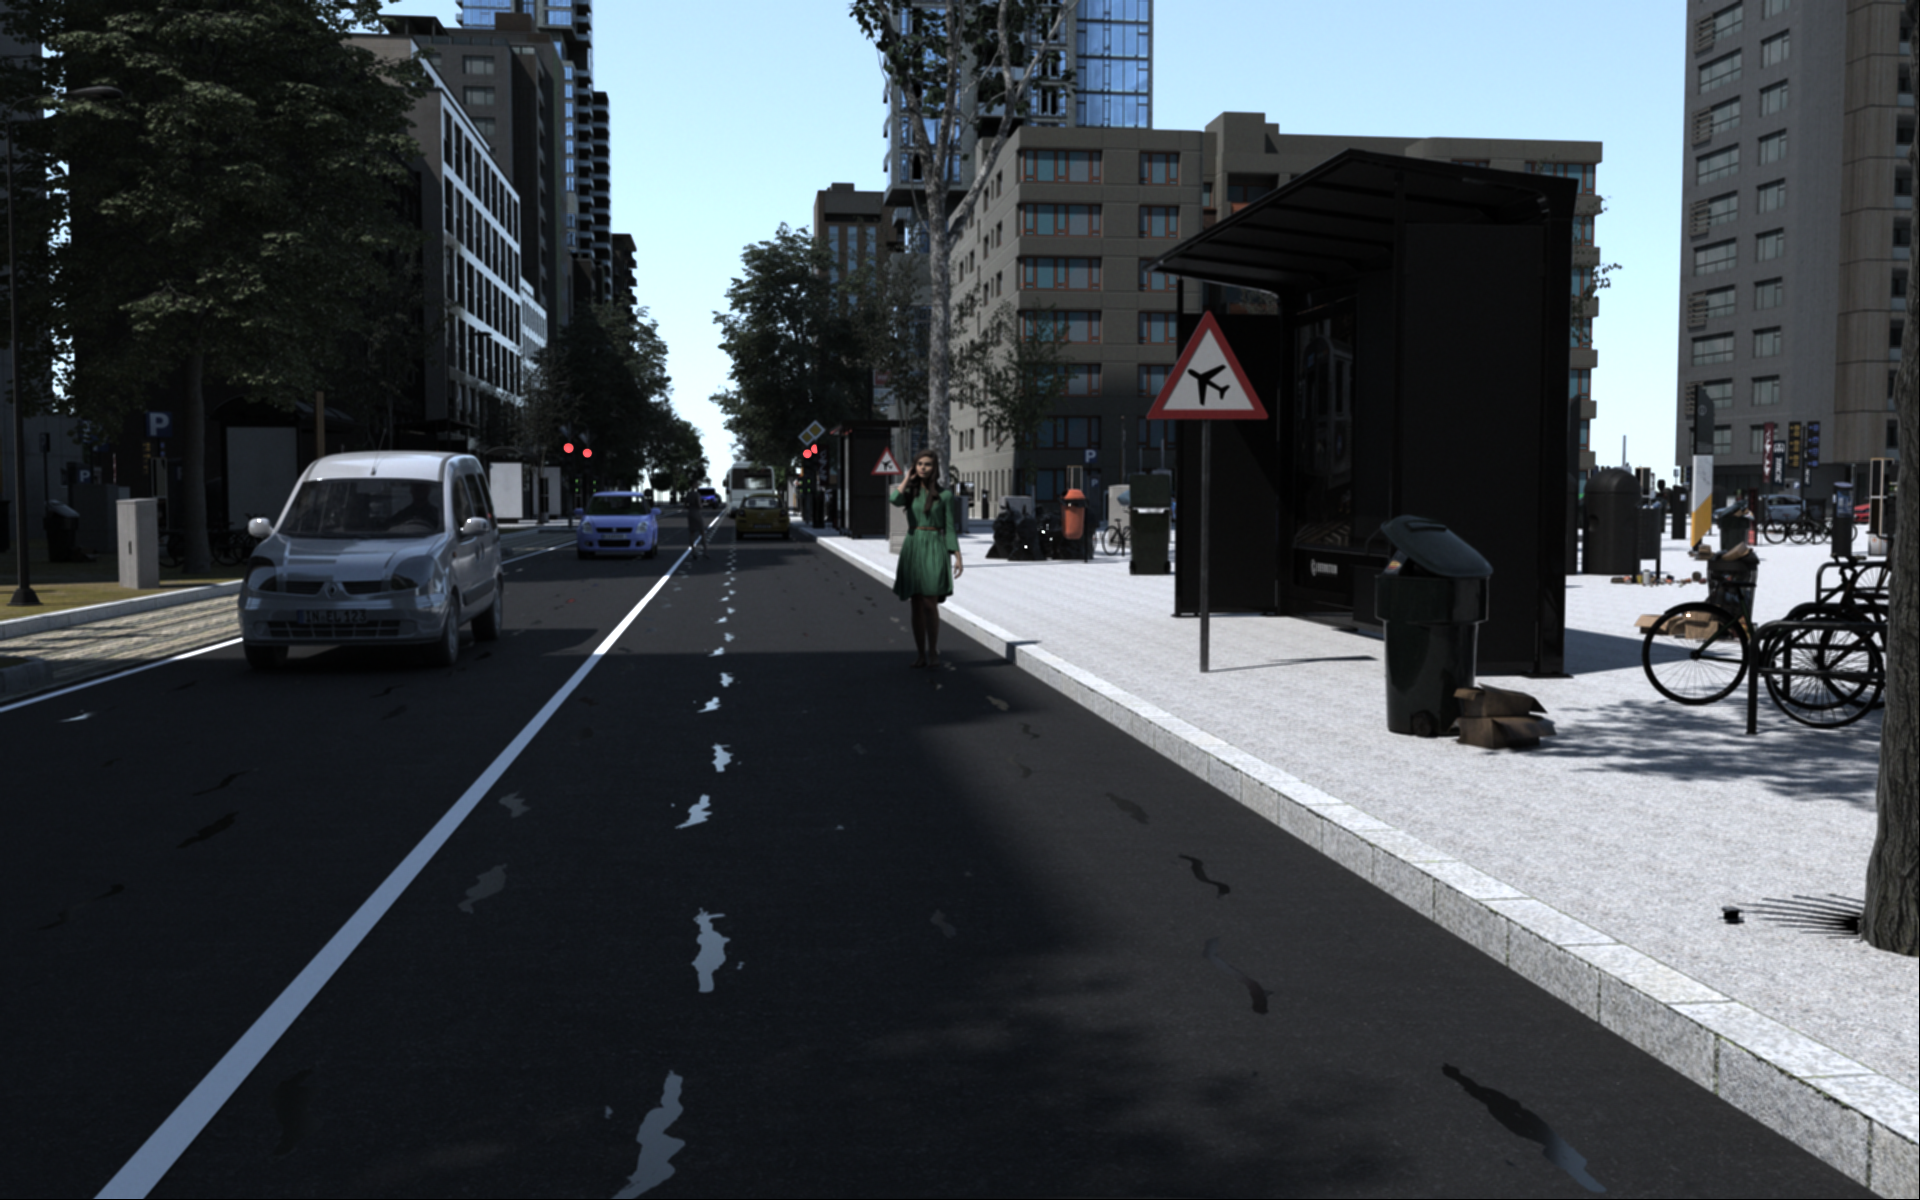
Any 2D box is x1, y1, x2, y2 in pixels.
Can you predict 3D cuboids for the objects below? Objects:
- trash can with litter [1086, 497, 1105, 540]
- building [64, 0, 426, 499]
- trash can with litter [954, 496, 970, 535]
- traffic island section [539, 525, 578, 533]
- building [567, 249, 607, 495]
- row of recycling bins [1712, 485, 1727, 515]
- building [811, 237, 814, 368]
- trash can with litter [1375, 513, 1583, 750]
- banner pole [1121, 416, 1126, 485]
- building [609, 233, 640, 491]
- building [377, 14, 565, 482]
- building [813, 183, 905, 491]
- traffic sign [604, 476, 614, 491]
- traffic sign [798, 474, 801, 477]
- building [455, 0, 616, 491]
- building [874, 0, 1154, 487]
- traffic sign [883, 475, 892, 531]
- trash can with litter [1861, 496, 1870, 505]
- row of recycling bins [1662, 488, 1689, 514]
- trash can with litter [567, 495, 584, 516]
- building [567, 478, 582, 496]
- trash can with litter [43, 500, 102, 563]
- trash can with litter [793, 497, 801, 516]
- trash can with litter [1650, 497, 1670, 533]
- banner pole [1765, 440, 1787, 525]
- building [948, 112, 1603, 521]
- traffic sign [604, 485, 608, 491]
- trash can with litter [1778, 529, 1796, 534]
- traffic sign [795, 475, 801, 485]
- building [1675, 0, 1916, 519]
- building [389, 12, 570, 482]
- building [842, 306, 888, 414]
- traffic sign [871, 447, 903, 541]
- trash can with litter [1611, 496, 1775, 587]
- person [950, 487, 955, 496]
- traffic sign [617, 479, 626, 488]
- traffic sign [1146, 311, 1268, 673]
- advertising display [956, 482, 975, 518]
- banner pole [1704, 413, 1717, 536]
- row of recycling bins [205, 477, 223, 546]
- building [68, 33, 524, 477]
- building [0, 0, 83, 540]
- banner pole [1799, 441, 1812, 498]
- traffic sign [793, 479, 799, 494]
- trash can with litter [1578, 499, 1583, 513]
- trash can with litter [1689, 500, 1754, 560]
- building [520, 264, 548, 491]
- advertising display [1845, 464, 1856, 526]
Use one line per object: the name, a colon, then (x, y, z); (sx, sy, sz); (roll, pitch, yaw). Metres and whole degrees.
trash can with litter: (3.386, -2.297, 48.621); (1.678, 1.210, 2.233); (-2, 4, -24)
building: (-34.068, -15.611, 84.925); (12.332, 23.373, 15.834); (0, 4, -7)
trash can with litter: (-0.522, -2.705, 55.278); (2.233, 1.210, 1.678); (-3, 5, -45)
traffic island section: (-14.499, -2.575, 64.376); (2.009, 0.180, 2.903); (0, 4, -7)
building: (-49.374, -26.461, 204.341); (14.160, 30.474, 14.107); (0, 4, -7)
row of recycling bins: (34.900, -4.466, 80.134); (1.069, 1.692, 3.534); (2, 4, 29)
building: (-16.811, -36.301, 277.111); (14.154, 41.232, 14.086); (0, 4, -7)
trash can with litter: (2.689, 0.138, 9.129); (0.624, 1.170, 1.055); (-2, 4, -29)
banner pole: (5.279, -4.031, 55.919); (0.401, 3.779, 0.863); (1, 4, 12)
building: (-63.704, -38.288, 280.634); (22.147, 44.769, 28.867); (0, 4, -7)
building: (-42.706, -28.631, 151.707); (14.154, 41.232, 14.086); (0, 4, -7)
building: (-13.744, -36.626, 248.951); (14.600, 45.320, 14.200); (0, 4, -7)
traffic sign: (-24.357, -7.337, 120.063); (0.768, 2.556, 0.104); (0, 4, -4)
traffic sign: (-9.317, -6.332, 103.633); (0.768, 2.556, 0.104); (0, 4, 1)
building: (-60.423, -57.296, 249.455); (22.319, 86.520, 31.000); (0, 4, -7)
building: (2.777, -50.164, 132.860); (22.319, 86.520, 31.000); (0, 4, -7)
traffic sign: (-2.599, -3.603, 59.012); (0.768, 2.556, 0.104); (0, 4, -4)
trash can with litter: (54.182, -5.789, 105.714); (1.678, 1.210, 2.233); (-1, 4, -17)
row of recycling bins: (46.579, -6.352, 110.970); (1.069, 1.692, 3.534); (-3, 5, -40)
trash can with litter: (-22.631, -5.462, 100.357); (1.678, 1.210, 2.233); (0, 4, 3)
building: (-56.504, -30.064, 183.426); (32.217, 40.220, 23.993); (0, 4, -7)
trash can with litter: (-16.730, -1.303, 32.698); (1.055, 1.170, 0.624); (1, 4, 13)
trash can with litter: (-8.889, -5.522, 101.342); (2.233, 1.210, 1.678); (0, 4, 2)
trash can with litter: (23.057, -2.795, 57.080); (0.624, 1.170, 1.055); (2, 4, 23)
banner pole: (33.389, -4.955, 71.034); (0.863, 3.779, 0.401); (2, 4, 24)
building: (15.364, -15.415, 97.075); (28.899, 21.520, 27.650); (0, 4, -7)
traffic sign: (-25.000, -7.517, 123.015); (0.768, 2.556, 0.104); (0, 4, 2)
trash can with litter: (26.228, -2.777, 56.458); (1.678, 1.210, 2.233); (-1, 4, -16)
traffic sign: (-9.076, -6.119, 100.056); (0.884, 2.594, 0.081); (0, 4, -3)
building: (48.876, -25.029, 92.813); (14.086, 41.232, 14.154); (0, 4, -7)
building: (-45.197, -31.522, 165.496); (14.600, 45.320, 14.200); (0, 4, -7)
building: (2.921, -20.215, 175.547); (27.650, 21.520, 28.899); (0, 4, -7)
traffic sign: (-2.002, -2.902, 47.450); (0.884, 2.594, 0.081); (0, 4, -3)
trash can with litter: (10.257, -0.851, 24.964); (2.233, 1.210, 1.678); (-2, 4, -29)
person: (-0.436, -3.865, 71.868); (0.537, 1.800, 0.526); (0, 4, -2)
traffic sign: (-23.085, -7.092, 118.089); (0.606, 2.300, 0.079); (0, 4, 2)
traffic sign: (1.759, -0.758, 12.395); (0.884, 2.594, 0.081); (0, 4, -6)
advertising display: (0.279, -5.278, 91.514); (0.974, 1.923, 0.123); (0, 4, 7)
banner pole: (23.120, -3.891, 53.628); (0.401, 3.779, 0.863); (-1, 4, -15)
row of recycling bins: (-17.926, -2.219, 43.394); (1.069, 1.692, 3.534); (0, 4, -4)
building: (-39.774, -18.680, 109.937); (19.350, 26.468, 34.151); (0, 4, -7)
building: (-36.119, -36.820, 40.264); (20.611, 71.187, 20.563); (0, 4, -7)
banner pole: (39.612, -5.579, 81.230); (0.401, 3.779, 0.863); (-1, 4, -18)
traffic sign: (-10.768, -7.005, 115.714); (0.795, 2.450, 0.064); (0, 4, -5)
trash can with litter: (22.586, -3.165, 63.127); (1.055, 1.170, 0.624); (-1, 4, -17)
trash can with litter: (14.710, -1.349, 33.448); (1.055, 1.170, 0.624); (0, 4, 6)
building: (-38.612, -17.198, 135.937); (10.420, 20.320, 16.860); (0, 4, -7)
advertising display: (19.129, -1.960, 37.258); (0.123, 1.923, 0.974); (2, 4, 32)
